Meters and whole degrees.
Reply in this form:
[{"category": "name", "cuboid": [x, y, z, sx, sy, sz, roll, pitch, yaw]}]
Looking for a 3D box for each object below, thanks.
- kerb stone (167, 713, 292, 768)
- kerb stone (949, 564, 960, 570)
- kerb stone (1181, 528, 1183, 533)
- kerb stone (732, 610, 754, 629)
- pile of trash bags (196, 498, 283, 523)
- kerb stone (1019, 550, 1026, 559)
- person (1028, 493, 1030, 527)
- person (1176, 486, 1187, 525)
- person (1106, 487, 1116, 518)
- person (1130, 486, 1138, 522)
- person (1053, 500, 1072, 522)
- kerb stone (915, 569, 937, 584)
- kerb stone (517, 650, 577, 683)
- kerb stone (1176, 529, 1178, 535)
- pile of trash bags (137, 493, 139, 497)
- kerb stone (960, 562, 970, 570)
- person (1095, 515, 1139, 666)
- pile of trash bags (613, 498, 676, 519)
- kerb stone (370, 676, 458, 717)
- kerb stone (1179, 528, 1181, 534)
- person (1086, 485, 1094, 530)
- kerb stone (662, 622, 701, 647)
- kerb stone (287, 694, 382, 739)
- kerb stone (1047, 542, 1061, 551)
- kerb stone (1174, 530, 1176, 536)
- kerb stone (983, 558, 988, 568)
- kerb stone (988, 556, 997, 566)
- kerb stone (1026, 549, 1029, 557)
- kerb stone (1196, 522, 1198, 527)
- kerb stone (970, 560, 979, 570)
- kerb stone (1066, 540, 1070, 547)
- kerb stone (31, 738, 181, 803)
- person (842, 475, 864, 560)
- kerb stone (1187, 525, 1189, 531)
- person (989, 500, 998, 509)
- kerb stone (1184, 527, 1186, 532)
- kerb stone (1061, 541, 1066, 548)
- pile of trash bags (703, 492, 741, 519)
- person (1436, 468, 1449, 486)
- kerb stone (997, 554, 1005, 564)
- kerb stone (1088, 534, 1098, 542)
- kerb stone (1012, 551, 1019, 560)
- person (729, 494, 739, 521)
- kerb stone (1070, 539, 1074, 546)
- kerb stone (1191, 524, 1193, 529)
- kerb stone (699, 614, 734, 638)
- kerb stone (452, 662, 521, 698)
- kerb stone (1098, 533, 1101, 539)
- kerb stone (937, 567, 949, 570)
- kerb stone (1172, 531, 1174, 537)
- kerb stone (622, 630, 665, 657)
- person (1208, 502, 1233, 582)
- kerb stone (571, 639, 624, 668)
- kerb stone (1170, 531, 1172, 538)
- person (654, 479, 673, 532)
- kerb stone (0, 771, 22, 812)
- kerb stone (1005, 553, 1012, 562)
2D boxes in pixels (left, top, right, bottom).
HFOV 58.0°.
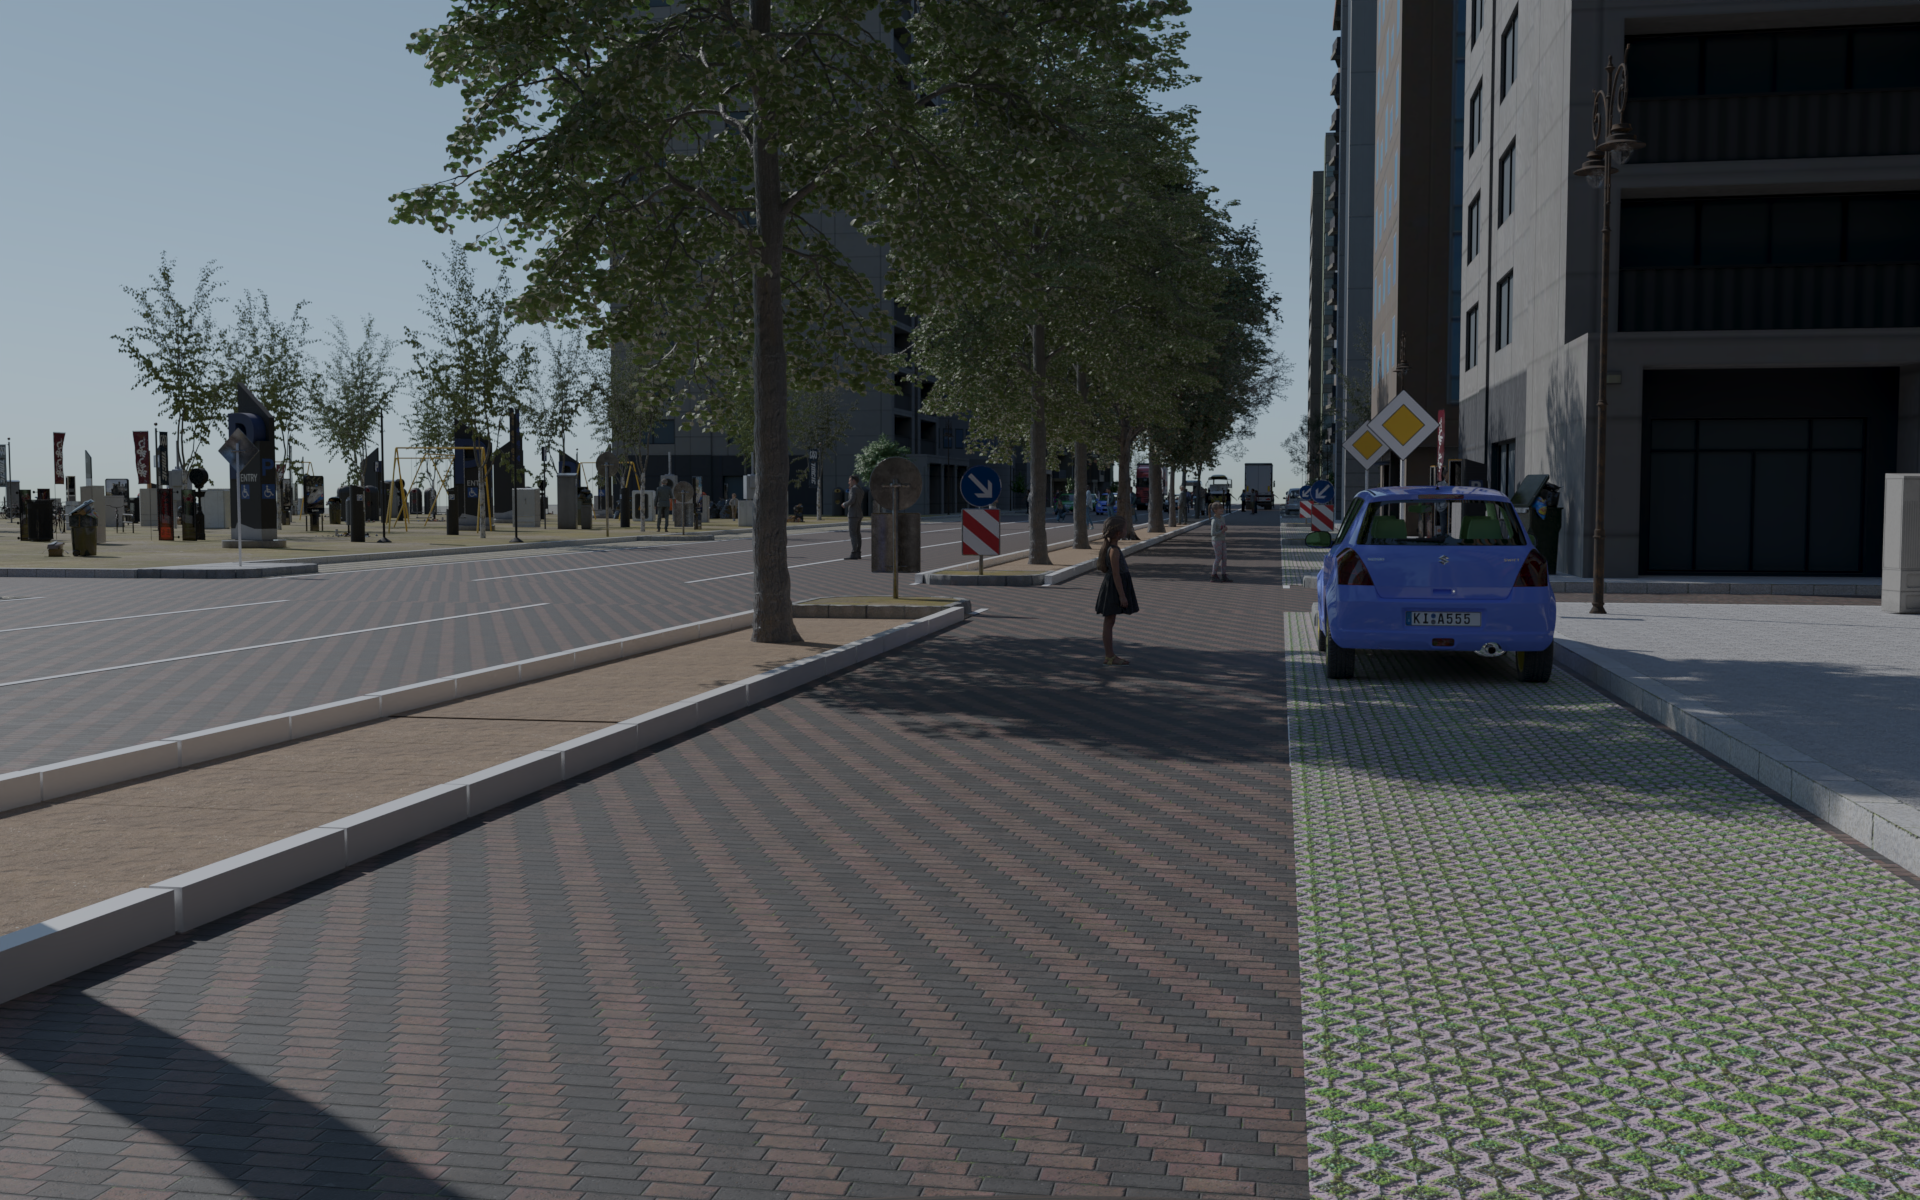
[{"category": "kerb stone", "cuboid": [-4.026, 0.775, 9.532, 0.120, 0.150, 1.000, 1, 4, 10]}, {"category": "kerb stone", "cuboid": [-0.202, -0.493, 30.262, 0.120, 0.150, 1.000, 1, 4, 10]}, {"category": "kerb stone", "cuboid": [7.815, -2.440, 62.119, 0.120, 0.150, 1.000, 1, 4, 10]}, {"category": "kerb stone", "cuboid": [-2.355, 0.222, 18.604, 0.120, 0.150, 1.000, 1, 4, 10]}, {"category": "pile of trash bags", "cuboid": [-31.319, -4.026, 75.581, 3.447, 1.369, 1.912, -3, 4, -36]}, {"category": "kerb stone", "cuboid": [1.276, -0.987, 38.325, 0.120, 0.150, 1.000, 1, 4, 10]}, {"category": "person", "cuboid": [3.181, -4.034, 74.651, 0.606, 1.804, 0.583, -1, 4, -14]}, {"category": "person", "cuboid": [10.136, -4.338, 79.601, 0.590, 1.801, 0.661, 2, 4, 27]}, {"category": "person", "cuboid": [7.287, -4.590, 83.901, 0.721, 1.781, 0.623, -2, 4, -32]}, {"category": "person", "cuboid": [8.669, -4.828, 87.424, 0.713, 1.824, 0.794, -1, 4, -17]}, {"category": "person", "cuboid": [5.236, -4.554, 88.463, 1.012, 1.151, 0.738, 0, 4, 5]}, {"category": "kerb stone", "cuboid": [-0.574, -0.370, 28.241, 0.120, 0.150, 1.000, 1, 4, 10]}, {"category": "kerb stone", "cuboid": [-3.279, 0.529, 13.571, 0.120, 0.150, 1.000, 1, 4, 10]}, {"category": "kerb stone", "cuboid": [7.248, -2.256, 59.089, 0.120, 0.150, 1.000, 1, 4, 10]}, {"category": "pile of trash bags", "cuboid": [-43.097, -5.166, 94.215, 1.912, 1.369, 3.447, 2, 4, 33]}, {"category": "kerb stone", "cuboid": [-0.021, -0.554, 31.273, 0.120, 0.150, 1.000, 1, 4, 10]}, {"category": "person", "cuboid": [1.321, -0.083, 14.534, 0.373, 1.253, 0.362, 0, 4, 6]}, {"category": "pile of trash bags", "cuboid": [-16.181, -4.859, 89.198, 3.447, 1.369, 1.912, 1, 4, 13]}, {"category": "kerb stone", "cuboid": [-3.656, 0.651, 11.547, 0.120, 0.150, 1.000, 1, 4, 10]}, {"category": "kerb stone", "cuboid": [7.616, -2.380, 61.106, 0.120, 0.150, 1.000, 1, 4, 10]}, {"category": "person", "cuboid": [5.198, -3.758, 70.208, 0.793, 1.790, 0.793, -3, 5, -40]}, {"category": "kerb stone", "cuboid": [-2.727, 0.343, 16.593, 0.120, 0.150, 1.000, 1, 4, 10]}, {"category": "kerb stone", "cuboid": [-3.842, 0.717, 10.538, 0.120, 0.150, 1.000, 1, 4, 10]}, {"category": "kerb stone", "cuboid": [2.401, -1.357, 44.382, 0.120, 0.150, 1.000, 1, 4, 10]}, {"category": "kerb stone", "cuboid": [7.061, -2.195, 58.075, 0.120, 0.150, 1.000, 1, 4, 10]}, {"category": "kerb stone", "cuboid": [0.356, -0.679, 33.297, 0.120, 0.150, 1.000, 1, 4, 10]}, {"category": "kerb stone", "cuboid": [0.539, -0.741, 34.304, 0.120, 0.150, 1.000, 1, 4, 10]}, {"category": "kerb stone", "cuboid": [1.468, -1.045, 39.329, 0.120, 0.150, 1.000, 1, 4, 10]}, {"category": "kerb stone", "cuboid": [9.852, -3.120, 73.217, 0.120, 0.150, 1.000, 1, 4, 10]}, {"category": "kerb stone", "cuboid": [0.176, -0.617, 32.286, 0.120, 0.150, 1.000, 1, 4, 10]}, {"category": "kerb stone", "cuboid": [2.767, -1.480, 46.393, 0.120, 0.150, 1.000, 1, 4, 10]}, {"category": "kerb stone", "cuboid": [-4.217, 0.840, 8.528, 0.120, 0.150, 1.000, 1, 4, 10]}, {"category": "person", "cuboid": [-2.376, -1.817, 38.021, 0.447, 1.846, 0.655, 1, 4, 16]}, {"category": "kerb stone", "cuboid": [8.552, -2.689, 66.159, 0.120, 0.150, 1.000, 1, 4, 10]}, {"category": "person", "cuboid": [1.385, -3.777, 70.808, 0.362, 1.759, 0.519, 1, 4, 19]}, {"category": "kerb stone", "cuboid": [8.179, -2.565, 64.130, 0.120, 0.150, 1.000, 1, 4, 10]}, {"category": "kerb stone", "cuboid": [2.584, -1.418, 45.387, 0.120, 0.150, 1.000, 1, 4, 10]}, {"category": "pile of trash bags", "cuboid": [-12.436, -4.860, 89.205, 1.912, 1.369, 3.447, 2, 4, 29]}, {"category": "person", "cuboid": [10.722, -1.968, 38.069, 0.661, 1.843, 0.795, 1, 4, 15]}, {"category": "kerb stone", "cuboid": [0.725, -0.802, 35.309, 0.120, 0.150, 1.000, 1, 4, 10]}, {"category": "kerb stone", "cuboid": [4.070, -1.910, 53.427, 0.120, 0.150, 1.000, 1, 4, 10]}, {"category": "kerb stone", "cuboid": [1.091, -0.923, 37.320, 0.120, 0.150, 1.000, 1, 4, 10]}, {"category": "person", "cuboid": [-10.720, -4.407, 82.367, 0.475, 1.303, 0.640, -1, 4, -21]}, {"category": "kerb stone", "cuboid": [2.955, -1.538, 47.398, 0.120, 0.150, 1.000, 1, 4, 10]}, {"category": "kerb stone", "cuboid": [9.106, -2.874, 69.184, 0.120, 0.150, 1.000, 1, 4, 10]}, {"category": "kerb stone", "cuboid": [-2.537, 0.281, 17.598, 0.120, 0.150, 1.000, 1, 4, 10]}, {"category": "kerb stone", "cuboid": [-3.472, 0.589, 12.561, 0.120, 0.150, 1.000, 1, 4, 10]}, {"category": "kerb stone", "cuboid": [4.257, -1.972, 54.432, 0.120, 0.150, 1.000, 1, 4, 10]}, {"category": "kerb stone", "cuboid": [-0.388, -0.432, 29.252, 0.120, 0.150, 1.000, 1, 4, 10]}, {"category": "kerb stone", "cuboid": [6.877, -2.133, 57.070, 0.120, 0.150, 1.000, 1, 4, 10]}, {"category": "kerb stone", "cuboid": [-2.906, 0.404, 15.587, 0.120, 0.150, 1.000, 1, 4, 10]}, {"category": "person", "cuboid": [4.237, -0.938, 28.114, 0.394, 1.301, 0.425, 1, 4, 19]}, {"category": "kerb stone", "cuboid": [-3.096, 0.466, 14.581, 0.120, 0.150, 1.000, 1, 4, 10]}, {"category": "kerb stone", "cuboid": [6.684, -2.072, 56.066, 0.120, 0.150, 1.000, 1, 4, 10]}, {"category": "person", "cuboid": [-10.073, -3.218, 58.833, 0.661, 1.801, 0.590, -1, 4, -17]}, {"category": "kerb stone", "cuboid": [-4.398, 0.898, 7.521, 0.120, 0.150, 1.000, 1, 4, 10]}, {"category": "kerb stone", "cuboid": [0.909, -0.864, 36.314, 0.120, 0.150, 1.000, 1, 4, 10]}]
